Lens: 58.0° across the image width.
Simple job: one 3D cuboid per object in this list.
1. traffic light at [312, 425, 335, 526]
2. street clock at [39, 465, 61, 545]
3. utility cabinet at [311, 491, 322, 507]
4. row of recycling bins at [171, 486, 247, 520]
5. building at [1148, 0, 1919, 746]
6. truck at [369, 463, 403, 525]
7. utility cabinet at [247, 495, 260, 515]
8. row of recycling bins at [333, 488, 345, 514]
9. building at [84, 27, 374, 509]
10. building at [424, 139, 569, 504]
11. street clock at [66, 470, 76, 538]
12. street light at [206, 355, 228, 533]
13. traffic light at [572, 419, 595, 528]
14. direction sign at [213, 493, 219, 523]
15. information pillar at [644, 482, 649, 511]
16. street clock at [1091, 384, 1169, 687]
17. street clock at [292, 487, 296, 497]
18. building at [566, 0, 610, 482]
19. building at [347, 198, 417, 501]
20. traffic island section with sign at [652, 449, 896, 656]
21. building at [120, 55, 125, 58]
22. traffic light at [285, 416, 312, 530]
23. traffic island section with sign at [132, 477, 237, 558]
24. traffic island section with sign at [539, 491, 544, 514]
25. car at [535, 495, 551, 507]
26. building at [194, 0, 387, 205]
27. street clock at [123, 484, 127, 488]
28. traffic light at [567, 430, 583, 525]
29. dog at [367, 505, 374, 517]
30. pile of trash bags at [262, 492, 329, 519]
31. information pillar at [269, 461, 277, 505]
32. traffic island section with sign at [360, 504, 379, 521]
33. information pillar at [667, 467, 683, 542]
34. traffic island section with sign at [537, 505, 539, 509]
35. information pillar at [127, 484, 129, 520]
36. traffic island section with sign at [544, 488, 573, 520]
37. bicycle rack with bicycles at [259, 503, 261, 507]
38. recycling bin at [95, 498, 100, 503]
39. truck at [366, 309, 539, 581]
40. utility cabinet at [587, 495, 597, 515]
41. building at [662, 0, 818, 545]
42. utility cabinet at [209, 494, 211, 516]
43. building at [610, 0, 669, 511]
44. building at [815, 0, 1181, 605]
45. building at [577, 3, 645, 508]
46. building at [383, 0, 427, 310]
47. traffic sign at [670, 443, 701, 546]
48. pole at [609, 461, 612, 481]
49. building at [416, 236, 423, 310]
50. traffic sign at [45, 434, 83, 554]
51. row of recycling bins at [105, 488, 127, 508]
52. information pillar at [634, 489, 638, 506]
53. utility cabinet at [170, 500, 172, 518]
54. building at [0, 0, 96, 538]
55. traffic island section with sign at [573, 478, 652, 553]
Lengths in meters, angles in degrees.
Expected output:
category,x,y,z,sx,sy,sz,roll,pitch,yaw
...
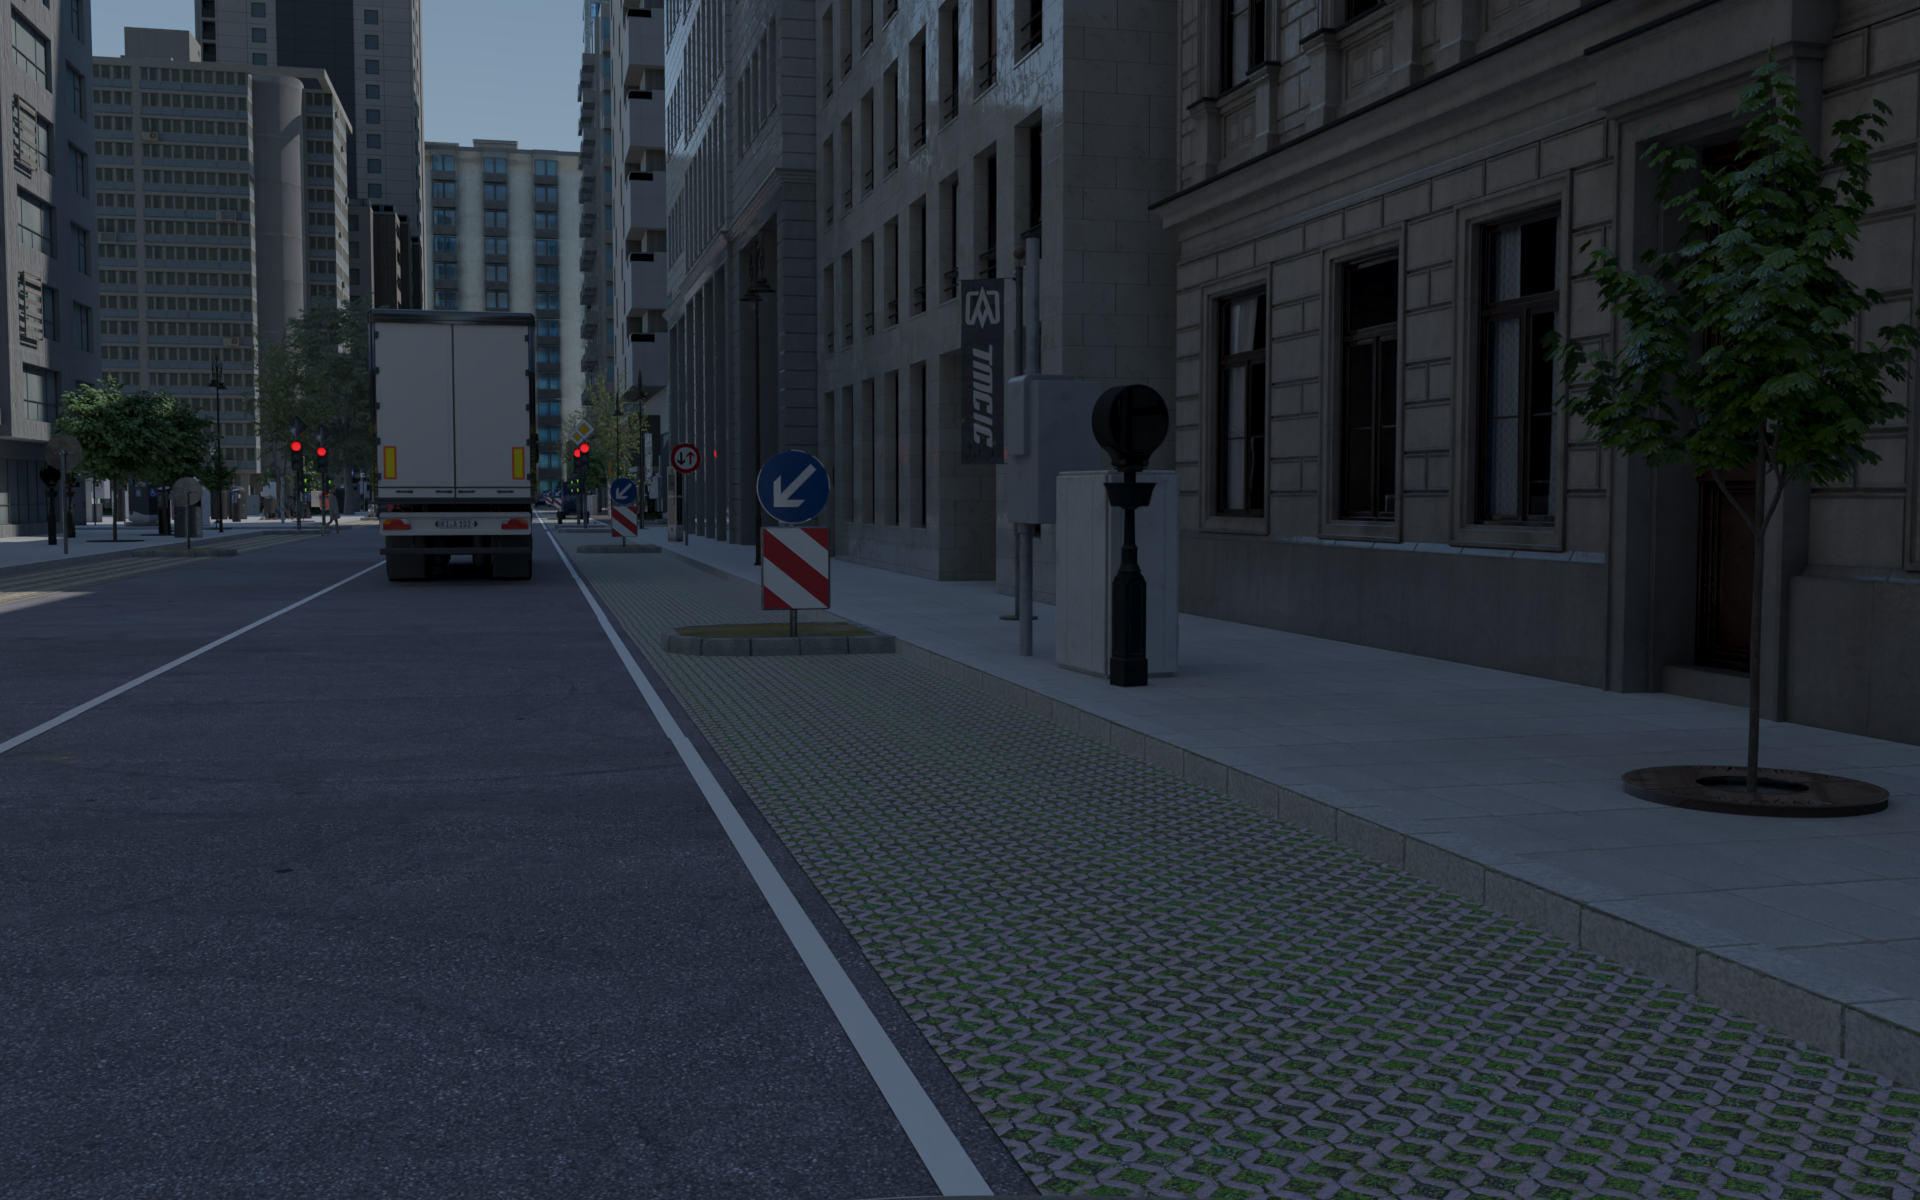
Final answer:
category,x,y,z,sx,sy,sz,roll,pitch,yaw
traffic light,-25.653,-4.946,69.789,0.839,4.253,0.868,-1,4,-14
street clock,-22.849,-2.384,43.549,0.471,2.002,0.358,-2,4,-24
utility cabinet,-47.713,-7.302,128.068,0.318,1.500,1.173,2,4,26
row of recycling bins,-37.612,-4.876,86.834,3.534,1.692,1.069,-3,4,-37
building,9.006,-8.958,11.094,10.561,19.102,19.286,-1,4,-14
truck,-24.150,-5.371,76.728,2.839,4.237,11.283,-1,4,-12
utility cabinet,-43.016,-5.740,105.014,0.306,1.237,1.020,3,4,38
row of recycling bins,-40.296,-6.457,112.677,1.069,1.692,3.534,-1,4,-10
building,-66.195,-27.974,149.255,32.217,40.220,23.993,-1,4,-14
building,-63.181,-37.747,236.778,30.456,49.044,23.786,-1,4,-14
street clock,-25.961,-2.811,50.530,0.358,2.002,0.471,0,4,-7
street light,-24.690,-5.193,57.701,0.468,5.910,1.993,-1,4,-14
traffic light,-13.998,-4.622,64.496,0.839,4.253,0.868,-1,4,-14
direction sign,-32.801,-5.165,76.449,0.379,3.537,0.876,-1,4,-22
information pillar,-19.046,-6.179,105.511,0.304,2.012,0.304,1,4,14
street clock,1.131,-0.427,11.552,0.471,2.002,0.358,-2,4,-26
street clock,-52.689,-8.121,137.342,0.471,2.002,0.358,-1,4,-12
building,-35.232,-54.554,204.635,22.319,86.520,31.000,-1,4,-14
building,-61.519,-24.382,170.340,14.160,30.474,14.107,-1,4,-14
traffic island section with sign,-1.766,-0.461,16.163,1.989,1.847,2.006,-1,4,-14
building,-93.490,-34.986,195.714,21.600,48.544,21.300,-1,4,-14
traffic light,-23.703,-4.472,62.045,0.839,4.253,0.868,-1,4,-14
traffic island section with sign,-17.827,-1.915,39.938,1.989,1.847,2.006,-1,4,-14
traffic island section with sign,-28.560,-6.971,122.611,1.989,1.847,2.006,-1,4,-14
car,-45.721,-10.841,189.826,1.945,1.354,3.894,-1,4,-14
building,-87.417,-48.290,227.796,20.611,71.187,20.563,-1,4,-14
street clock,-58.868,-7.204,122.354,0.358,2.002,0.471,1,4,20
traffic light,-15.947,-5.096,72.240,0.839,4.253,0.868,-1,4,-14
dog,-33.366,-4.982,98.296,0.513,0.831,0.800,0,4,-5
pile of trash bags,-34.497,-4.930,90.349,1.912,1.369,3.447,3,5,43
information pillar,-46.739,-7.736,117.832,0.504,3.616,0.183,0,4,5
traffic island section with sign,-31.390,-5.213,93.855,1.989,1.847,2.006,-1,4,-14
information pillar,-7.655,-2.573,46.559,0.304,2.012,0.304,2,4,29
traffic island section with sign,-40.837,-9.956,171.407,1.989,1.847,2.006,-1,4,-14
information pillar,-39.958,-4.836,83.557,0.304,2.012,0.304,-1,4,-13
traffic island section with sign,-21.917,-5.357,96.221,1.989,1.847,2.006,-1,4,-14
bicycle rack with bicycles,-51.498,-6.955,127.103,2.925,0.926,2.852,2,4,26
recycling bin,-64.879,-7.157,129.578,0.722,1.027,0.722,1,4,12
truck,-9.144,-2.630,31.912,2.839,4.237,11.283,-1,4,-15
utility cabinet,-22.263,-5.725,104.765,0.306,1.237,1.020,-2,4,-31
building,-2.008,-16.707,50.649,11.434,29.767,29.804,-1,4,-14
utility cabinet,-44.073,-5.612,100.441,1.173,1.500,0.318,0,4,4
building,-11.813,-33.069,129.909,28.713,52.752,27.495,-1,4,-14
building,4.139,-10.625,28.466,10.420,20.320,16.860,-1,4,-14
building,-26.940,-33.996,175.449,23.786,49.044,30.456,-1,4,-14
building,-73.241,-46.653,201.030,20.611,71.187,20.563,-1,4,-14
traffic sign,-6.805,-2.627,43.057,0.768,2.556,0.104,0,4,-6
pole,-21.309,-6.832,105.548,0.158,3.312,0.155,0,3,0
building,-64.833,-25.256,184.640,14.160,30.474,14.107,-1,4,-14
traffic sign,-19.160,-2.259,37.045,0.768,2.556,0.104,0,4,-6
row of recycling bins,-54.308,-6.410,111.911,1.069,1.692,3.534,-3,5,-42
information pillar,-27.266,-8.641,145.774,0.304,2.012,0.304,-2,4,-25
utility cabinet,-42.321,-5.126,92.496,0.318,1.500,1.173,-2,4,-28
building,-34.795,-22.544,52.188,14.086,41.232,14.154,-1,4,-14
traffic island section with sign,-8.398,-2.072,42.513,1.989,1.847,2.006,-1,4,-14
